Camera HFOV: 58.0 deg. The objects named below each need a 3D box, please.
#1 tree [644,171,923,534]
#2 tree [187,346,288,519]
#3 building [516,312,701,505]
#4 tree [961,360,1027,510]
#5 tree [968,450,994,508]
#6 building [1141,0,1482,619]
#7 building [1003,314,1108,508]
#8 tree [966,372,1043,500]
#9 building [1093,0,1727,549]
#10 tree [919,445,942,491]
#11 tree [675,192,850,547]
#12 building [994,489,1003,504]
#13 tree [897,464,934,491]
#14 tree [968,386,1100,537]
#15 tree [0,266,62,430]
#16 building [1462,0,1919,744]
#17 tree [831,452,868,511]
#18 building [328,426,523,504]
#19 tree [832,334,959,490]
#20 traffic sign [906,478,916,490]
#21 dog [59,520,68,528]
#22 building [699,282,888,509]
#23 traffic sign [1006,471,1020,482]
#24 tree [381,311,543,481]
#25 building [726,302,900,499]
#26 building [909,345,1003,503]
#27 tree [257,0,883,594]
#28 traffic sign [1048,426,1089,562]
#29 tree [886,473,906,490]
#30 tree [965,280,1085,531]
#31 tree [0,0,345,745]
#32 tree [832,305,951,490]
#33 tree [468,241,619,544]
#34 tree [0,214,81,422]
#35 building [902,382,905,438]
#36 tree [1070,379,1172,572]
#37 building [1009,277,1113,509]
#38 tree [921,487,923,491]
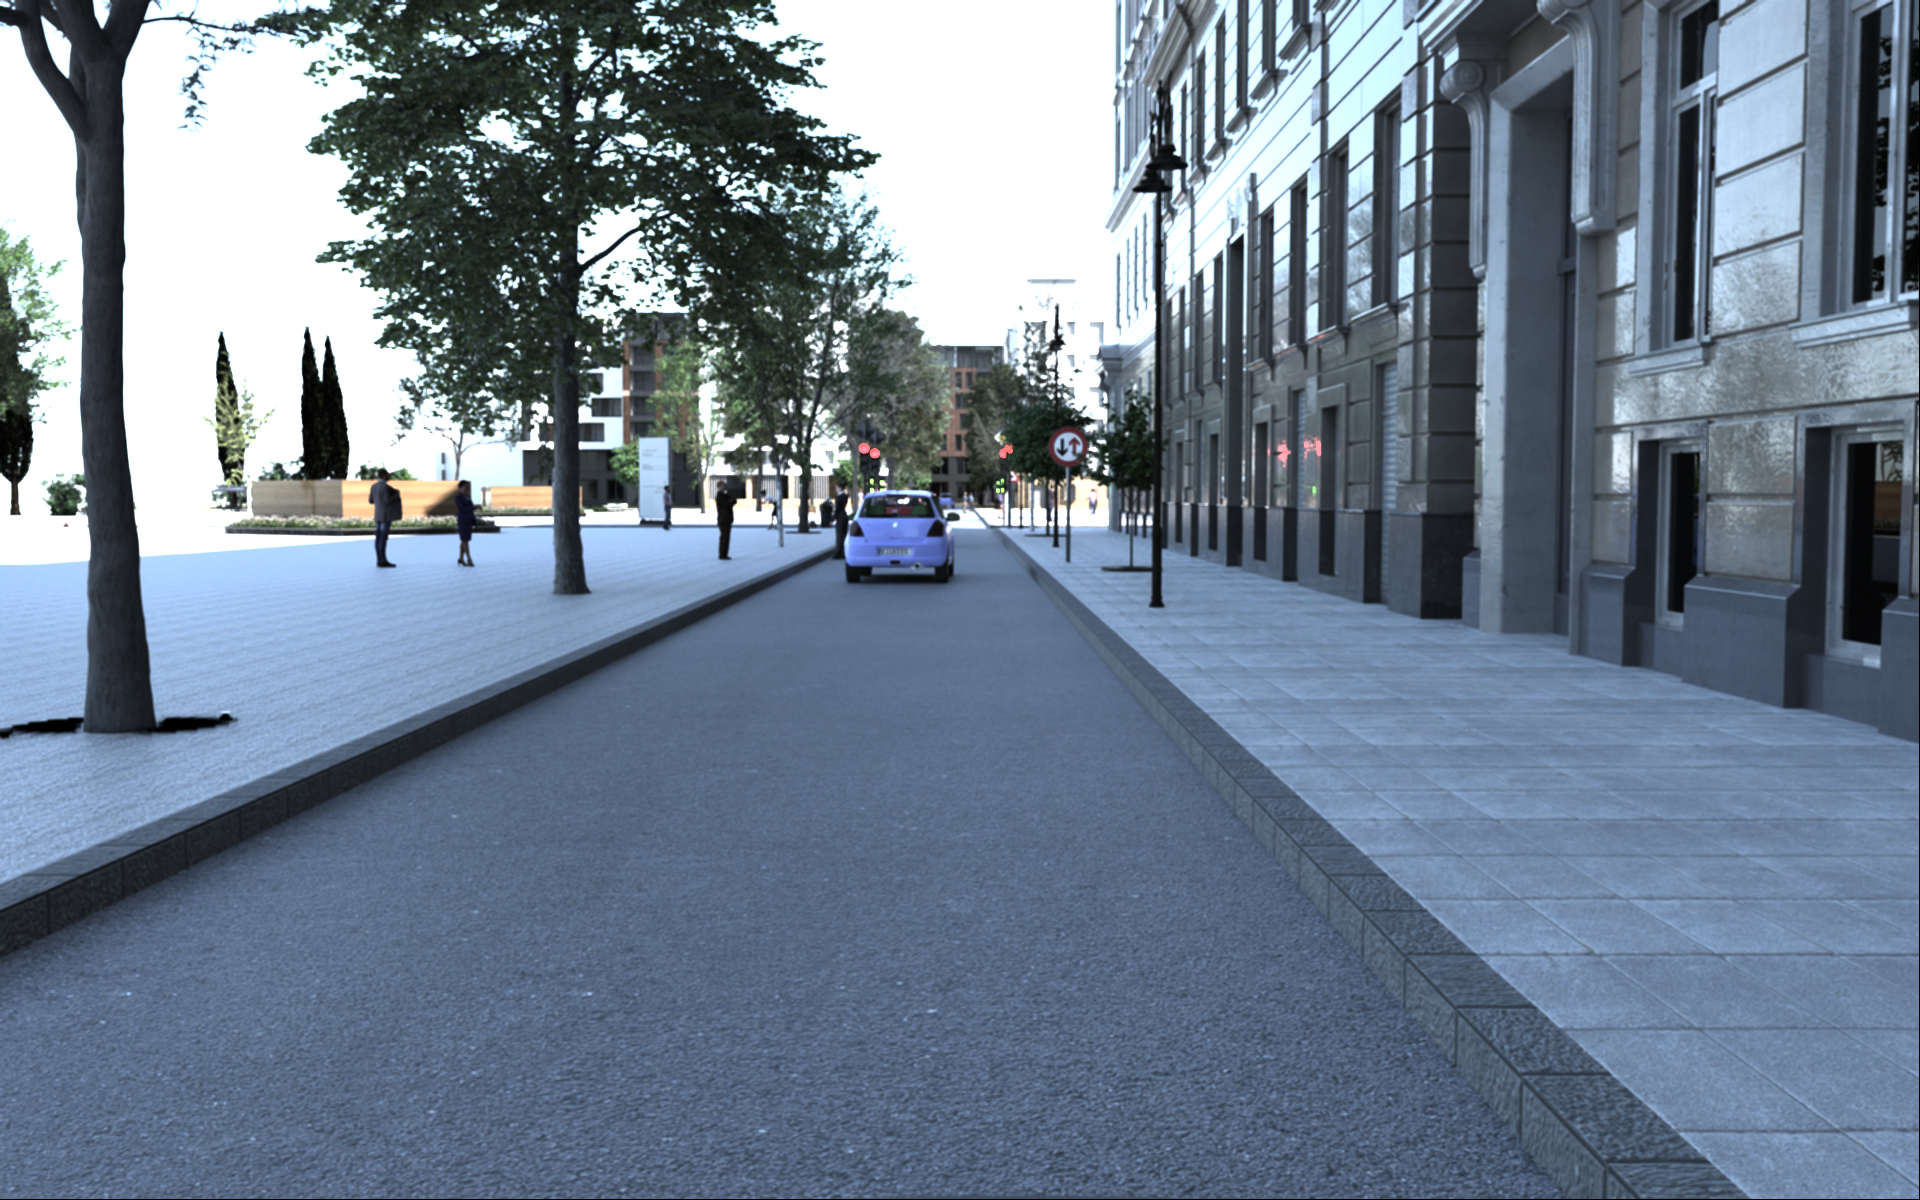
[{"bbox_3d":[-5.074,-7.982,56.259,9.928,11.665,9.643,0,3,0],"label":"tree"},{"bbox_3d":[-35.399,-8.261,85.430,4.737,8.622,4.395,0,3,0],"label":"tree"},{"bbox_3d":[-34.250,-22.273,208.142,32.646,21.610,27.936,0,3,0],"label":"building"},{"bbox_3d":[3.138,-13.385,140.904,6.751,12.117,7.091,0,3,0],"label":"tree"},{"bbox_3d":[2.642,-13.156,165.469,4.737,8.622,4.395,0,3,0],"label":"tree"},{"bbox_3d":[10.366,-14.176,29.033,12.463,27.353,25.104,0,3,0],"label":"building"},{"bbox_3d":[13.191,-19.080,178.412,16.747,18.905,31.486,0,3,0],"label":"building"},{"bbox_3d":[3.862,-12.007,130.731,7.601,10.594,8.767,1,4,11],"label":"tree"},{"bbox_3d":[11.534,-16.248,51.559,13.634,28.700,20.117,0,3,0],"label":"building"},{"bbox_3d":[-3.942,-14.044,179.986,4.737,8.622,4.395,0,3,0],"label":"tree"},{"bbox_3d":[-4.505,-5.595,41.836,4.737,8.622,4.395,0,3,0],"label":"tree"},{"bbox_3d":[8.876,-16.286,208.417,9.099,9.664,28.070,0,3,0],"label":"building"},{"bbox_3d":[-4.014,-10.448,154.544,4.285,4.588,4.351,0,3,0],"label":"tree"},{"bbox_3d":[2.760,-4.229,52.853,4.285,4.588,4.351,0,3,0],"label":"tree"},{"bbox_3d":[-30.769,-7.182,51.840,7.601,10.594,8.767,0,4,7],"label":"tree"},{"bbox_3d":[11.141,-13.487,6.422,13.634,28.700,20.117,0,3,0],"label":"building"},{"bbox_3d":[-8.046,-8.905,129.312,4.285,4.588,4.351,0,3,0],"label":"tree"},{"bbox_3d":[-64.607,-16.872,217.996,28.070,9.664,9.099,0,3,0],"label":"building"},{"bbox_3d":[-4.624,-13.040,119.858,9.857,13.997,8.962,0,3,0],"label":"tree"},{"bbox_3d":[-3.857,-8.323,136.087,0.884,2.594,0.081,0,4,4],"label":"traffic sign"},{"bbox_3d":[-34.741,-2.861,66.968,0.748,0.427,0.550,-2,4,-34],"label":"dog"},{"bbox_3d":[-14.286,-18.178,153.626,16.016,20.091,11.380,0,3,0],"label":"building"},{"bbox_3d":[2.119,-4.520,73.913,0.884,2.594,0.081,0,4,6],"label":"traffic sign"},{"bbox_3d":[-22.930,-8.857,79.230,7.601,10.594,8.767,1,4,14],"label":"tree"},{"bbox_3d":[-14.953,-18.911,175.648,16.747,18.905,31.486,0,3,0],"label":"building"},{"bbox_3d":[8.024,-24.694,247.722,32.646,21.610,27.936,0,3,0],"label":"building"},{"bbox_3d":[-4.767,-6.330,21.626,7.486,12.596,7.792,0,3,0],"label":"tree"},{"bbox_3d":[2.046,-1.994,32.701,0.768,2.556,0.104,1,4,8],"label":"traffic sign"},{"bbox_3d":[-5.144,-8.498,133.551,1.663,3.219,1.824,0,3,0],"label":"tree"},{"bbox_3d":[2.451,-6.701,59.927,4.360,8.622,3.978,0,3,0],"label":"tree"},{"bbox_3d":[-4.710,-6.041,9.144,12.009,13.543,11.850,0,3,0],"label":"tree"},{"bbox_3d":[-3.995,-10.872,99.820,6.751,12.117,7.091,0,3,0],"label":"tree"},{"bbox_3d":[-10.618,-5.738,44.179,4.360,8.622,3.978,0,3,0],"label":"tree"},{"bbox_3d":[-34.559,-8.227,60.266,9.928,11.665,9.643,0,3,0],"label":"tree"},{"bbox_3d":[-14.193,-20.831,197.004,16.016,20.091,11.380,0,3,0],"label":"building"},{"bbox_3d":[2.917,-2.114,29.161,1.663,3.219,1.824,0,3,0],"label":"tree"},{"bbox_3d":[12.452,-18.359,156.583,16.016,20.091,11.380,0,3,0],"label":"building"},{"bbox_3d":[-4.591,-11.733,186.439,1.663,3.219,1.824,0,3,0],"label":"tree"}]
